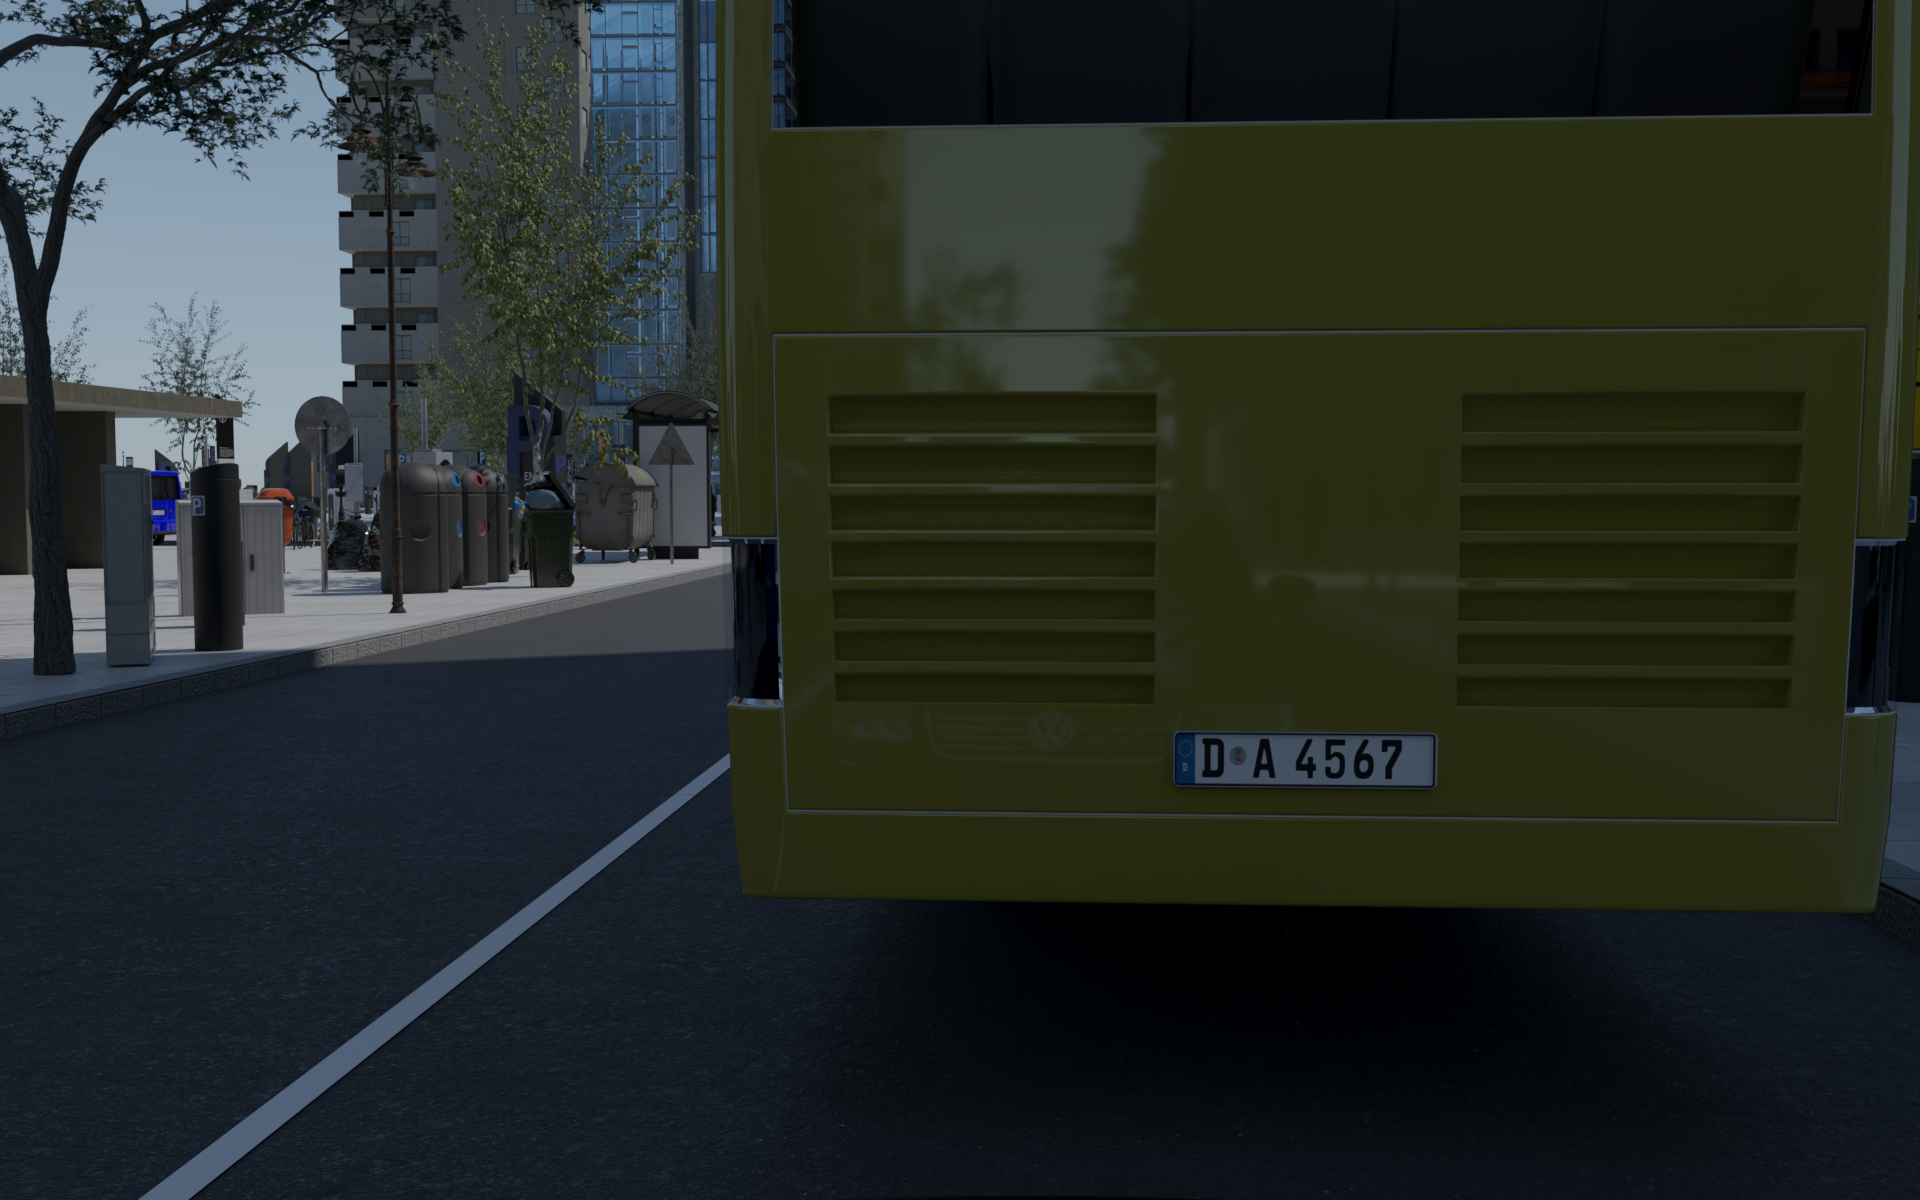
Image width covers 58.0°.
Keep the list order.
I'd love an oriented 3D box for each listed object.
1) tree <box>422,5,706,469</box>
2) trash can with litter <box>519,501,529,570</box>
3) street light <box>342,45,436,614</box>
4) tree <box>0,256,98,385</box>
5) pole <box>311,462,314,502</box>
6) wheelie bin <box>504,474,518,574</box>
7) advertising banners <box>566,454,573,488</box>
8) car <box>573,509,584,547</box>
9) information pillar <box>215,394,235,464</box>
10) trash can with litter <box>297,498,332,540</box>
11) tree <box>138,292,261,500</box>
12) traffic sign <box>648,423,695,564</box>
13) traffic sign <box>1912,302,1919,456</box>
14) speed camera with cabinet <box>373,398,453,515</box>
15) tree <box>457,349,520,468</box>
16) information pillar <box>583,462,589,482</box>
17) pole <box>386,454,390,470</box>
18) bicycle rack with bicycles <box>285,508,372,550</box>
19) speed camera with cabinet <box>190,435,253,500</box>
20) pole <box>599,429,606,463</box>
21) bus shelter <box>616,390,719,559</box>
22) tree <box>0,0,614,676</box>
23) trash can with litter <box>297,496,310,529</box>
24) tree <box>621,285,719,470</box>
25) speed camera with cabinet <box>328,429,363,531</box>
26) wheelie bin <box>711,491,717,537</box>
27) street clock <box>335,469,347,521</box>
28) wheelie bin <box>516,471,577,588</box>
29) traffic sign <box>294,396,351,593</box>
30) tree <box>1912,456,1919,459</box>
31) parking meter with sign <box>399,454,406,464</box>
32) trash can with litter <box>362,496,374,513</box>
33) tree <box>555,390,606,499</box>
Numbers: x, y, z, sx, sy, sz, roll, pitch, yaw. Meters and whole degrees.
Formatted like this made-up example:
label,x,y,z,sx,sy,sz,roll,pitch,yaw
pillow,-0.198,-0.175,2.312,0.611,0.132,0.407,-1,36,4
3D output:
label,x,y,z,sx,sy,sz,roll,pitch,yaw
tree,-6.350,-4.661,26.563,4.737,8.622,4.395,0,3,0
trash can with litter,-7.424,-1.084,29.106,0.624,1.170,1.055,2,4,24
street light,-6.060,-2.795,18.492,0.468,5.910,1.993,0,4,4
tree,-28.576,-6.250,52.543,4.360,8.622,3.978,0,3,0
pole,-40.580,-7.006,108.396,0.158,3.312,0.155,0,3,0
wheelie bin,-7.452,-1.219,27.834,0.980,1.594,0.693,0,4,-2
advertising banners,-17.151,-4.775,74.257,0.090,3.025,2.074,1,4,20
car,-10.544,-2.086,43.705,3.694,1.707,1.945,0,4,2
information pillar,-17.272,-3.020,40.724,0.183,3.616,0.504,1,4,22
trash can with litter,-18.017,-2.273,48.559,1.055,1.170,0.624,1,4,12
tree,-28.273,-6.943,63.885,4.360,8.622,3.978,0,3,0
traffic sign,-5.258,-1.929,31.546,0.884,2.594,0.081,1,4,11
traffic sign,6.081,-1.078,11.495,2.265,3.308,0.079,0,4,5
speed camera with cabinet,-11.030,-2.494,35.121,0.660,3.252,2.038,1,4,13
tree,-23.198,-8.326,86.497,4.360,8.622,3.978,0,3,0
information pillar,-26.892,-8.153,124.659,0.504,3.616,0.183,-2,4,-27
pole,-29.466,-5.836,89.257,0.158,3.312,0.155,0,3,0
bicycle rack with bicycles,-15.035,-1.669,40.674,2.852,0.926,2.925,0,4,1
speed camera with cabinet,-25.196,-3.961,59.104,0.660,3.252,2.038,2,4,31
pole,-11.171,-3.688,54.142,0.158,3.312,0.155,0,3,0
bus shelter,-5.542,-2.613,36.653,2.014,3.302,5.546,0,4,4
tree,-6.474,-4.769,12.382,8.767,10.594,7.601,0,4,-7
trash can with litter,-24.161,-3.162,62.749,1.678,1.210,2.233,2,4,27
tree,-9.291,-6.733,60.448,4.360,8.622,3.978,0,3,0
speed camera with cabinet,-18.837,-3.588,53.005,0.660,3.252,2.038,-2,4,-33
wheelie bin,-7.729,-2.712,52.248,0.693,1.594,0.980,-2,4,-24
street clock,-17.938,-2.791,50.210,0.358,2.002,0.471,-1,4,-18
wheelie bin,-5.671,-0.979,23.915,0.693,1.594,0.980,-1,4,-20
traffic sign,-8.277,-1.369,22.497,0.768,2.556,0.104,0,4,6
tree,15.902,-2.743,28.562,4.285,4.588,4.351,0,3,0
parking meter with sign,-23.633,-4.833,75.285,1.738,3.016,0.543,1,4,23
trash can with litter,-39.460,-6.374,115.271,2.233,1.210,1.678,-2,4,-33
tree,-26.137,-10.216,117.393,4.360,8.622,3.978,0,3,0
